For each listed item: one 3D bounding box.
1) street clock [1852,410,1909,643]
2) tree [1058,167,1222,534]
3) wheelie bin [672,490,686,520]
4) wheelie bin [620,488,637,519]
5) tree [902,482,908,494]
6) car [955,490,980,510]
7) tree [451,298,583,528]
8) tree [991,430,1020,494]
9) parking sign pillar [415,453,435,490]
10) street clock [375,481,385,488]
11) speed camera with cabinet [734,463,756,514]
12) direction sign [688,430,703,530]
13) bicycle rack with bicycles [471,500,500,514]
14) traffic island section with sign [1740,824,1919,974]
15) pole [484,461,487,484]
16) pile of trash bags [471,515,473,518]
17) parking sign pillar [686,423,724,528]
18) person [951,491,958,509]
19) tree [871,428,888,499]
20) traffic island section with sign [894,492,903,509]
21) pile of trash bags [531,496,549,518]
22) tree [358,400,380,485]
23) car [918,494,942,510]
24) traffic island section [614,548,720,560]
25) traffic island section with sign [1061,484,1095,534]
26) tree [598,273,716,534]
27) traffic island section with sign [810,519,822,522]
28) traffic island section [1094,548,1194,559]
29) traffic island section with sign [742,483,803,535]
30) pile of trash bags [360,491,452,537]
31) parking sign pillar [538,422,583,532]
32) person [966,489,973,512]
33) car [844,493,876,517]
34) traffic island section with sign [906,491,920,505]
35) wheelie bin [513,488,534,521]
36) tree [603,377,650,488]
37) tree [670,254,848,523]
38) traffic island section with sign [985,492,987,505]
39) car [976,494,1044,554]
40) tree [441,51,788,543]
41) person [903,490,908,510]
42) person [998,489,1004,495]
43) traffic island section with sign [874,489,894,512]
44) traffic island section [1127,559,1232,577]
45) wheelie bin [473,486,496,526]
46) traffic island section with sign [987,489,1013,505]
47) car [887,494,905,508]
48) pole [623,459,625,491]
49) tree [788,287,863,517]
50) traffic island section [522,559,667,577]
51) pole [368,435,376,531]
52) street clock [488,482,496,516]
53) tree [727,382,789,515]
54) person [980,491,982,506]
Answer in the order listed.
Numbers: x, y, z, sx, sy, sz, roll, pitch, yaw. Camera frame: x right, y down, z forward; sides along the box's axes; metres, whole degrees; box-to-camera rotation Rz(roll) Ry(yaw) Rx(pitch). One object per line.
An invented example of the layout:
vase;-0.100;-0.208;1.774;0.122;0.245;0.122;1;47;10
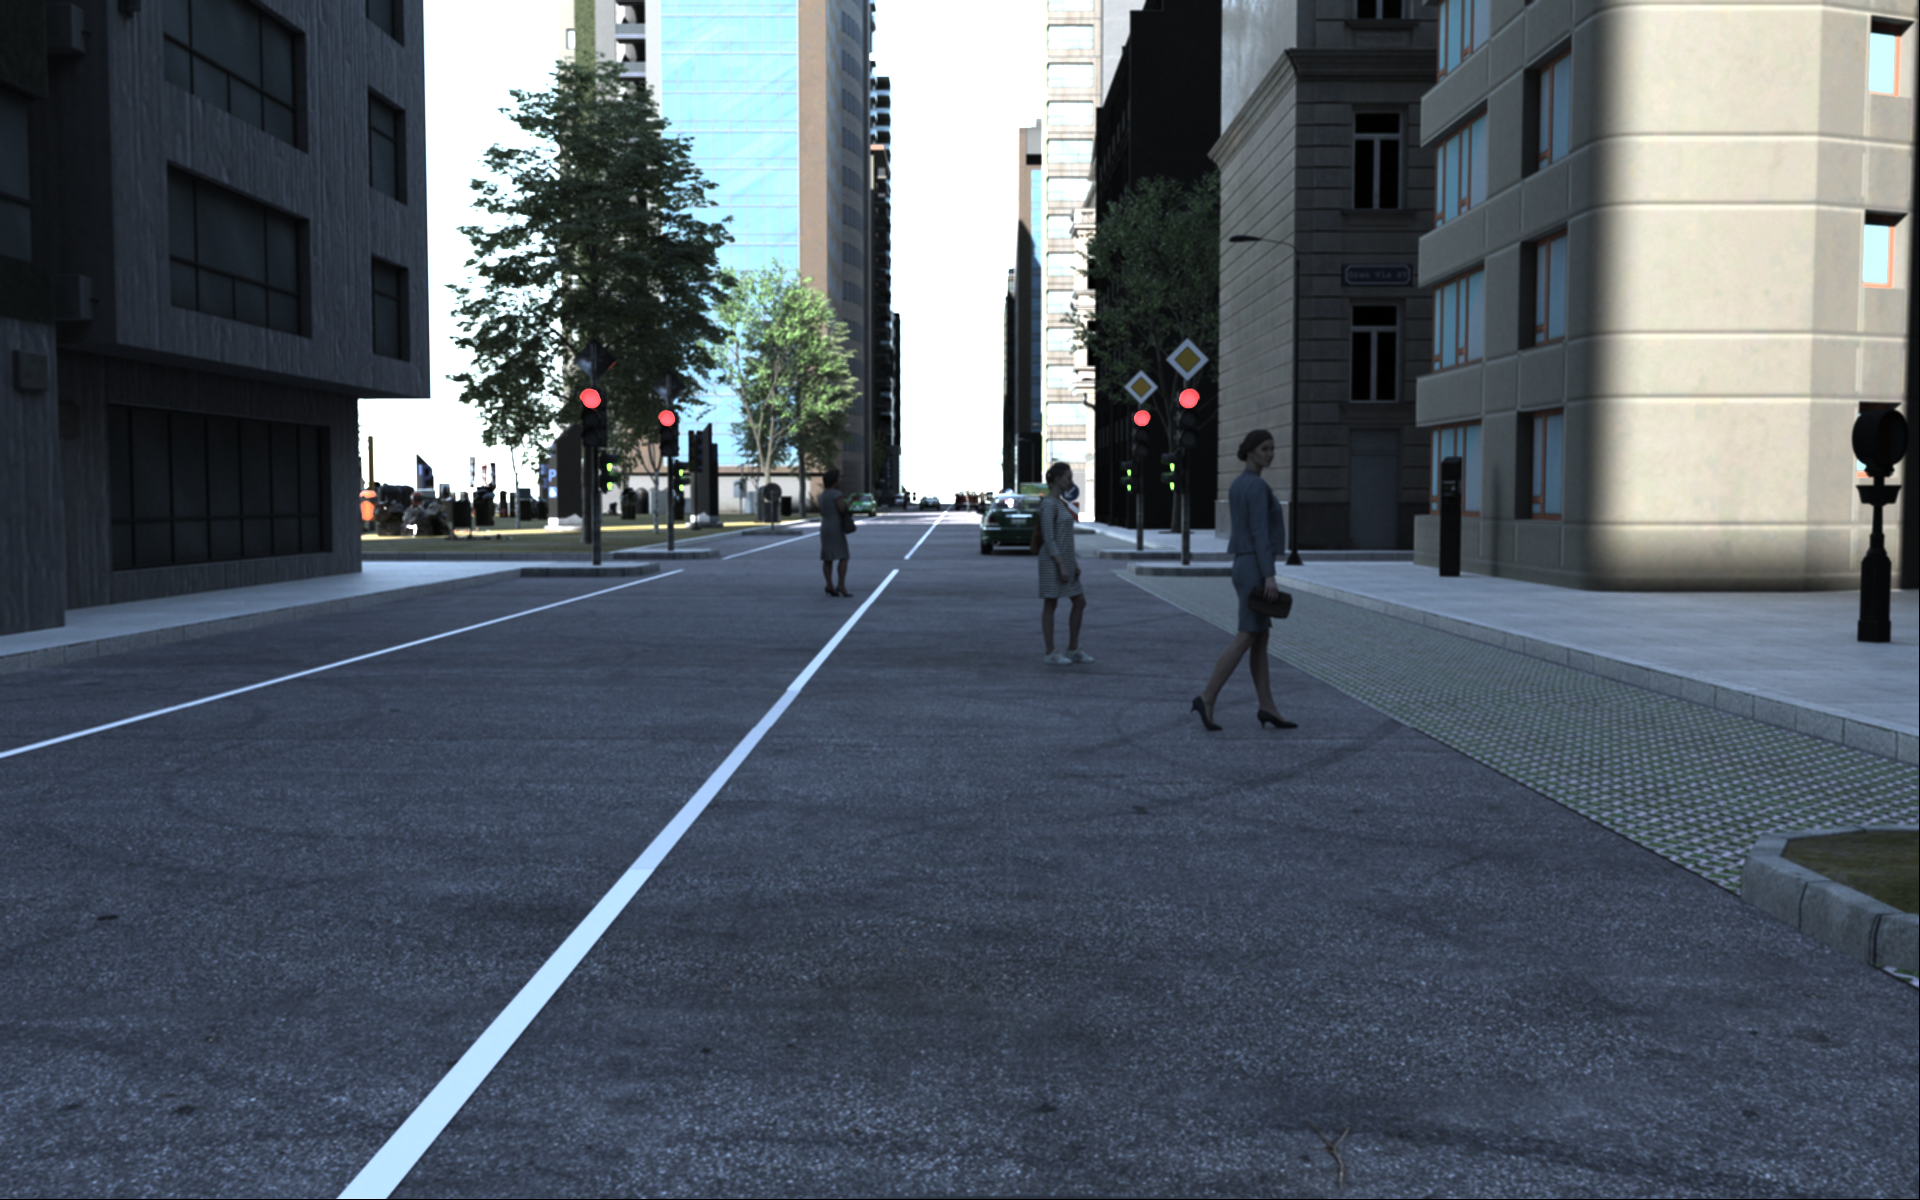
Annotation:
street clock;7.944;-0.638;14.994;0.471;2.002;0.358;-2;4;-30
tree;7.065;-7.975;56.148;9.928;11.665;9.643;0;3;0
wheelie bin;-13.967;-4.746;85.497;0.693;1.594;0.980;-3;4;-37
wheelie bin;-16.770;-4.887;87.804;0.693;1.594;0.980;2;4;25
tree;-9.019;-17.086;273.957;1.663;3.219;1.824;0;3;0
car;0.654;-8.811;152.725;2.281;1.827;5.304;0;4;0
tree;-16.617;-6.979;64.474;4.360;8.622;3.978;0;3;0
tree;5.994;-15.148;198.029;4.360;8.622;3.978;0;3;0
parking sign pillar;-35.149;-7.668;113.845;1.447;3.967;1.447;2;4;24
street clock;-32.794;-5.680;97.434;0.471;2.002;0.358;-1;4;-12
speed camera with cabinet;-13.659;-7.145;111.163;0.660;3.252;2.038;2;4;34
direction sign;-9.420;-4.266;61.739;0.379;3.537;0.876;2;4;24
bicycle rack with bicycles;-29.870;-5.860;109.190;2.925;0.926;2.852;-2;4;-31
traffic island section with sign;3.759;0.182;5.657;1.989;1.847;2.006;0;3;0
pole;-29.468;-6.958;107.611;0.158;3.312;0.155;0;3;0
pile of trash bags;-27.373;-5.015;91.749;3.447;1.369;1.912;3;5;42
parking sign pillar;-9.807;-4.767;66.411;1.447;3.967;1.447;-3;5;-42
person;-0.302;-9.709;168.026;1.217;1.735;0.721;2;4;25
tree;-9.628;-14.678;190.349;4.737;8.622;4.395;0;3;0
traffic island section with sign;-6.516;-9.646;166.338;1.989;1.847;2.006;0;3;0
pile of trash bags;-23.385;-5.559;100.638;1.912;1.369;3.447;-3;4;-38
tree;-35.582;-9.184;100.525;4.360;8.622;3.978;0;3;0
car;-2.711;-8.837;156.280;2.131;1.459;4.920;0;4;-1
traffic island section;-6.587;-1.042;39.322;2.009;0.180;2.903;0;3;0
traffic island section with sign;3.794;-3.274;62.155;1.989;1.847;2.006;0;3;0
tree;-9.854;-6.451;55.842;4.360;8.622;3.978;0;3;0
traffic island section with sign;-6.560;-4.871;88.275;1.989;1.847;2.006;0;3;0
traffic island section;4.104;-1.042;39.311;2.009;0.180;2.903;0;3;0
traffic island section with sign;-6.578;-3.201;60.966;1.989;1.847;2.006;0;3;0
pile of trash bags;-17.252;-2.659;53.223;3.447;1.369;1.912;2;4;32
parking sign pillar;-13.647;-4.366;59.854;1.447;3.967;1.447;2;4;28
person;0.706;-7.776;135.644;0.705;1.822;1.348;1;4;16
car;-6.244;-6.104;108.599;1.959;1.807;4.718;0;4;1
traffic island section with sign;-6.482;-12.992;221.048;1.989;1.847;2.006;0;3;0
wheelie bin;-21.140;-4.651;83.956;0.980;1.594;0.693;-1;4;-13
tree;-18.808;-8.957;96.811;4.737;8.622;4.395;0;3;0
tree;-8.666;-9.227;76.612;9.928;11.665;9.643;0;3;0
traffic island section with sign;3.897;-13.045;221.913;1.989;1.847;2.006;0;3;0
car;1.447;-1.881;42.558;2.131;1.459;4.920;0;4;2
tree;-9.283;-7.760;45.006;7.486;12.596;7.792;0;3;0
person;-4.785;-8.959;155.508;0.750;1.759;0.617;3;5;44
person;2.863;-6.854;120.699;1.348;1.807;0.705;-2;4;-25
traffic island section with sign;-6.536;-7.977;139.051;1.989;1.847;2.006;0;3;0
traffic island section;4.100;-0.553;31.326;2.009;0.180;2.903;0;3;0
wheelie bin;-19.227;-3.799;70.028;0.980;1.594;0.693;0;4;7
traffic island section with sign;3.854;-9.645;166.322;1.989;1.847;2.006;0;3;0
car;-6.301;-9.880;173.542;2.014;1.417;4.499;0;3;0
pole;-19.631;-6.568;101.234;0.158;3.312;0.155;0;3;0
tree;-8.923;-10.829;95.186;7.486;12.596;7.792;0;3;0
traffic island section;-6.592;-0.554;31.337;2.009;0.180;2.903;0;3;0
pole;-20.484;-4.064;60.288;0.158;3.312;0.155;0;3;0
street clock;-27.397;-5.934;101.594;0.471;2.002;0.358;-1;4;-11
tree;-12.473;-9.552;106.533;4.360;8.622;3.978;0;3;0
person;2.618;-12.518;213.188;0.705;1.822;1.348;-2;4;-32
